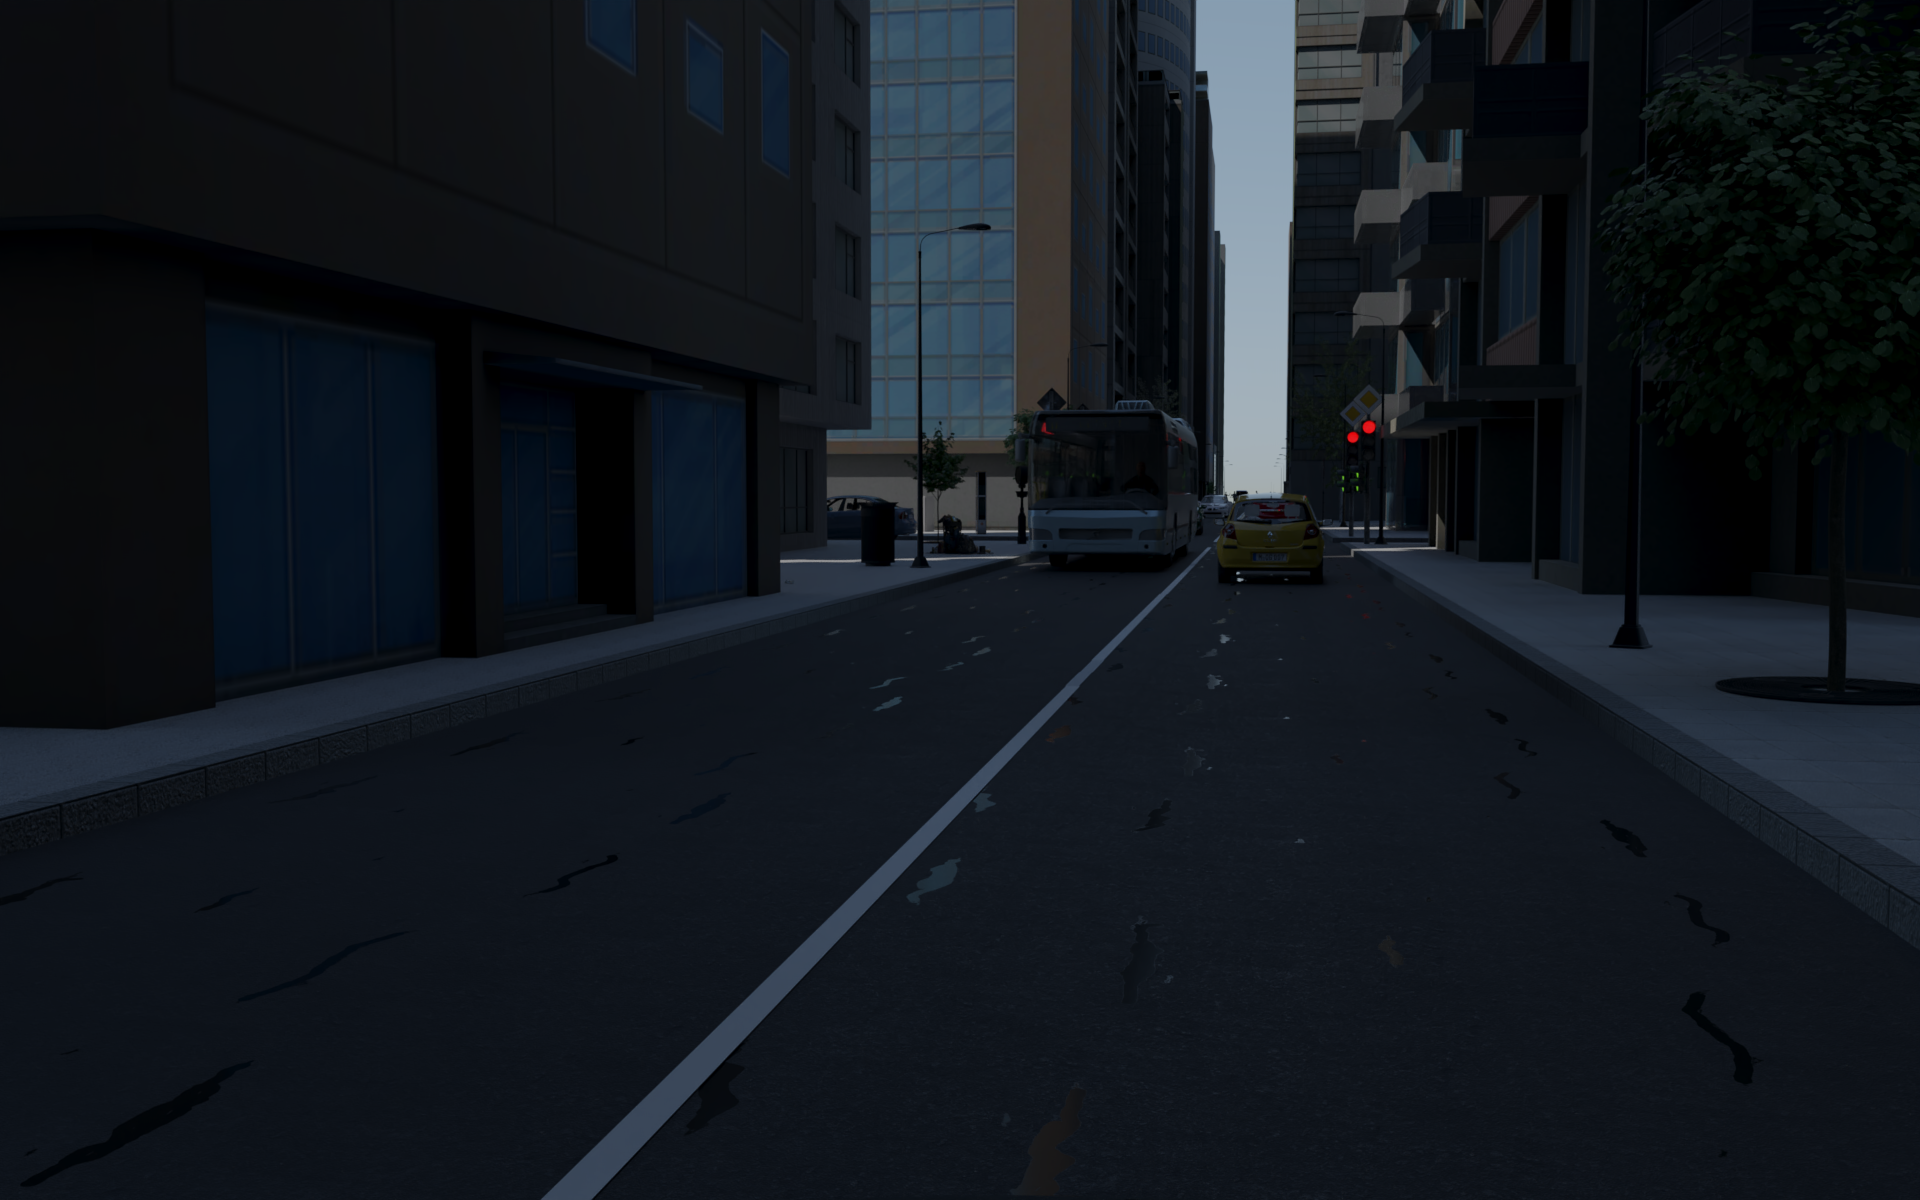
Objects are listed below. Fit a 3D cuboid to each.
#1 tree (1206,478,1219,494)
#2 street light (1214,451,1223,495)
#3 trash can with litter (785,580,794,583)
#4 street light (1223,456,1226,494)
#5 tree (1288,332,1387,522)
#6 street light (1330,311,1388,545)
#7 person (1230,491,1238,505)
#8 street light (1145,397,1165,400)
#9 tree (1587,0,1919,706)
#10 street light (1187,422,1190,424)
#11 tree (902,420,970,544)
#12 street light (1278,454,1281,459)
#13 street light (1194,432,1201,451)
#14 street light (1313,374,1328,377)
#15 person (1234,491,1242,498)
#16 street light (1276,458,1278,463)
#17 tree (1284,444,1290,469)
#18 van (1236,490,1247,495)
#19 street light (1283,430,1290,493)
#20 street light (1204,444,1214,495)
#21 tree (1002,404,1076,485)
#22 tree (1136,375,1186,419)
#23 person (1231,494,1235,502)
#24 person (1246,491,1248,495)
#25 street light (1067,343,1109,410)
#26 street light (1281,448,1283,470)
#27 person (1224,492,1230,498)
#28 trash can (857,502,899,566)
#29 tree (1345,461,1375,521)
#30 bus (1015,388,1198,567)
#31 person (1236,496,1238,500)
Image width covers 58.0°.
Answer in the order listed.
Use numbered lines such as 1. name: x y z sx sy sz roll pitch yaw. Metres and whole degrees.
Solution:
1. tree: 29.613 -12.787 203.665 1.663 3.219 1.824 0 3 0
2. street light: 27.589 -13.213 188.576 1.470 5.913 1.316 1 4 10
3. trash can with litter: -3.496 -0.827 24.582 2.233 1.210 1.678 0 4 0
4. street light: 31.371 -14.570 210.767 1.470 5.913 1.316 1 4 10
5. tree: 16.986 -7.813 78.106 4.737 8.622 4.395 0 3 0
6. street light: 10.206 -4.377 44.105 1.470 5.913 1.316 1 4 10
7. person: 35.515 -13.177 223.952 1.348 1.824 0.705 2 4 33
8. street light: 9.056 -6.737 82.692 1.470 5.913 1.316 1 4 10
9. tree: 5.708 -1.677 11.133 4.285 4.588 4.351 0 3 0
10. street light: 14.114 -8.515 111.763 1.470 5.913 1.316 1 4 10
11. tree: -0.525 -3.088 45.085 1.663 3.219 1.824 0 3 0
12. street light: 32.683 -12.236 172.595 1.470 5.913 1.316 1 4 10
13. street light: 17.243 -9.582 129.204 1.470 5.913 1.316 1 4 10
14. street light: 14.351 -5.784 67.116 1.470 5.913 1.316 1 4 10
15. person: 34.905 -12.707 216.276 1.348 1.821 0.705 1 4 21
16. street light: 37.806 -14.013 201.655 1.470 5.913 1.316 1 4 10
17. tree: 42.173 -16.168 214.709 4.360 8.622 3.978 0 3 0
18. van: 43.601 -16.141 268.291 2.240 2.365 5.245 1 4 8
19. street light: 24.417 -9.377 125.859 1.470 5.913 1.316 1 4 10
20. street light: 22.395 -11.430 159.423 1.470 5.913 1.316 1 4 10
21. tree: 3.012 -4.498 57.253 4.285 4.588 4.351 0 3 0
22. tree: 11.825 -9.550 106.509 4.360 8.622 3.978 0 3 0
23. person: 36.559 -13.443 231.489 0.799 1.438 0.628 -1 4 -19
24. person: 42.056 -14.975 253.276 0.705 1.831 1.348 3 4 38
25. street light: 3.870 -4.948 53.442 1.470 5.913 1.316 1 4 10
26. street light: 27.603 -10.457 143.518 1.470 5.913 1.316 1 4 10
27. person: 31.152 -11.781 201.917 0.742 1.727 0.445 0 4 -4
28. trash can: -1.464 -1.177 30.890 0.748 1.137 0.748 0 3 0
29. tree: 18.403 -5.319 81.561 1.663 3.219 1.824 0 3 0
30. bus: 3.510 -2.586 37.147 2.948 3.499 13.247 1 4 10
31. person: 36.798 -13.356 230.062 0.799 1.438 0.628 2 4 29
